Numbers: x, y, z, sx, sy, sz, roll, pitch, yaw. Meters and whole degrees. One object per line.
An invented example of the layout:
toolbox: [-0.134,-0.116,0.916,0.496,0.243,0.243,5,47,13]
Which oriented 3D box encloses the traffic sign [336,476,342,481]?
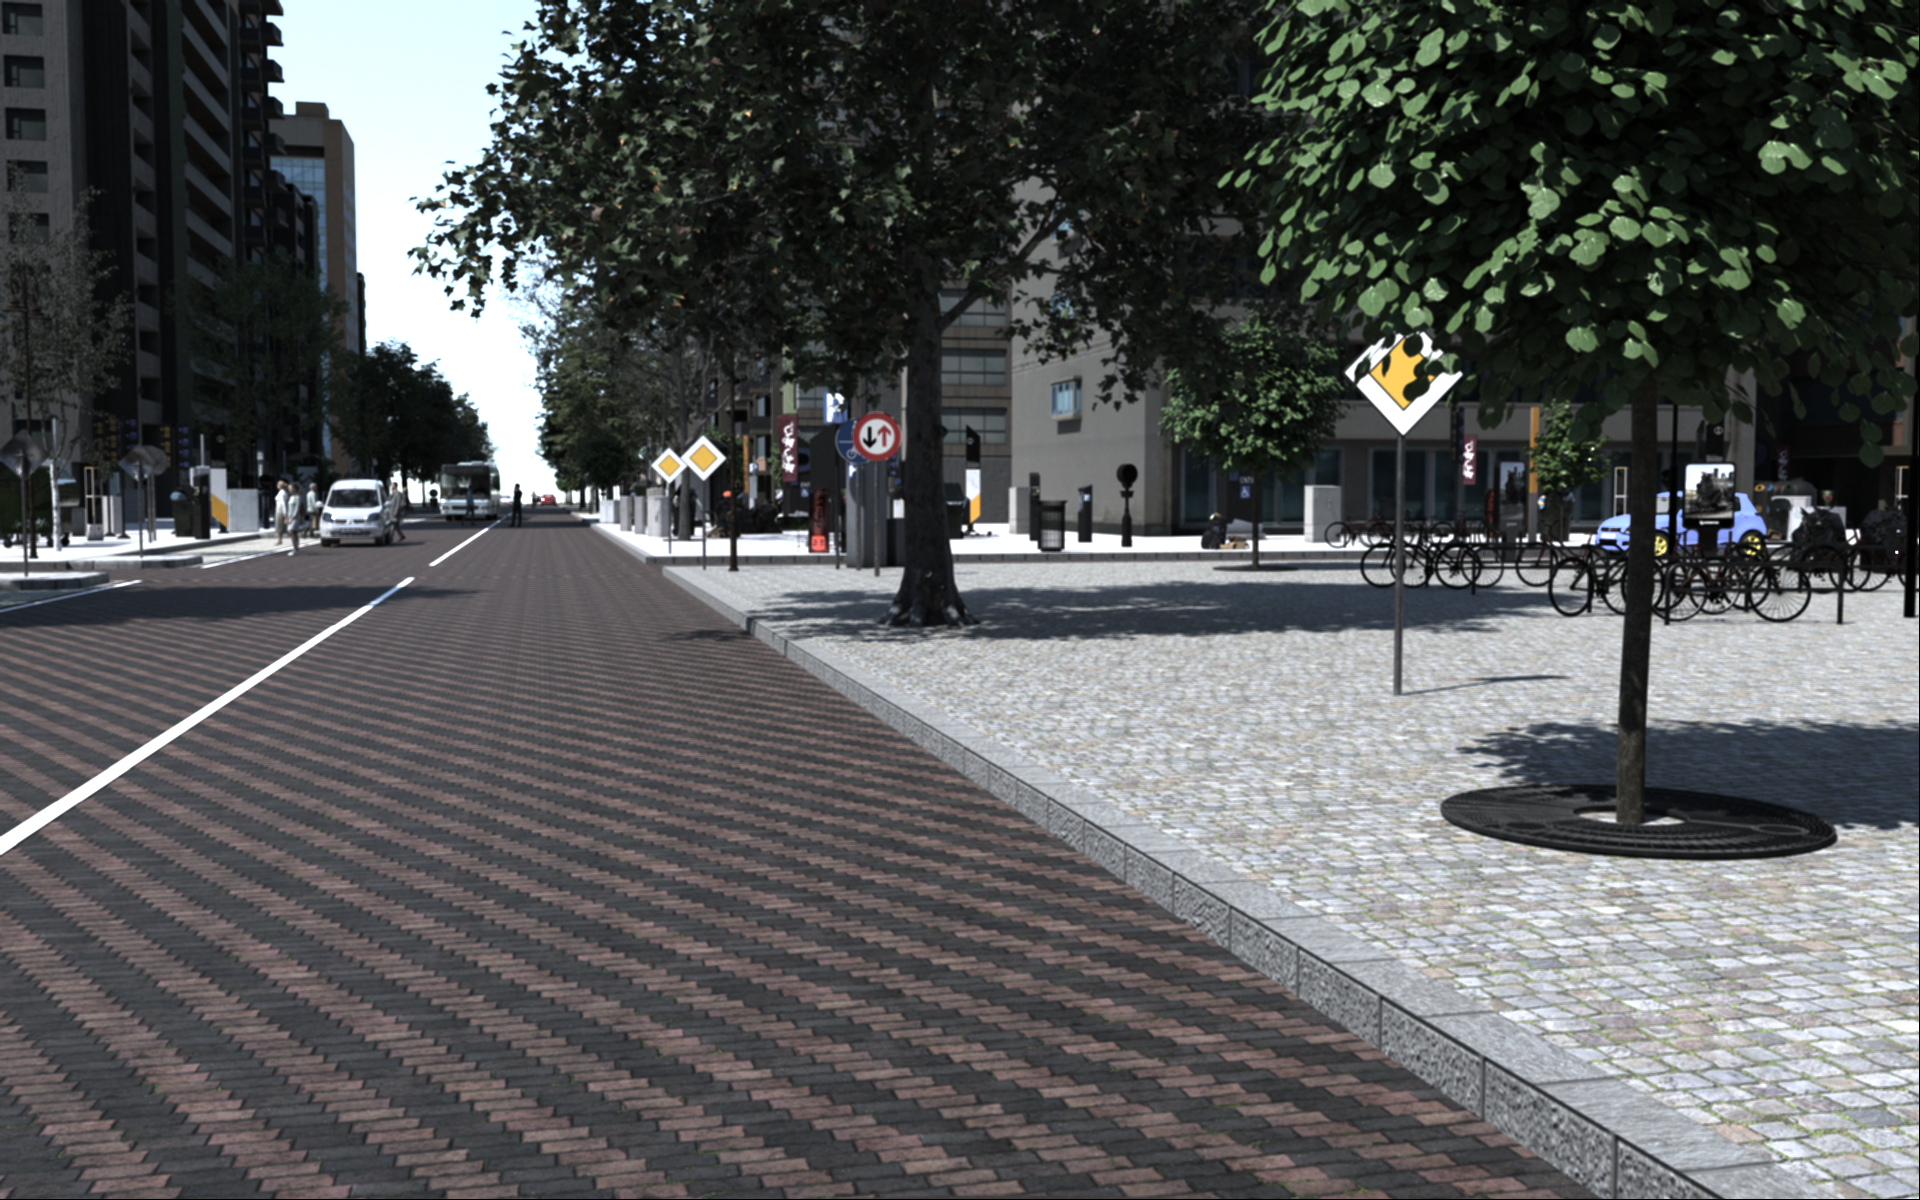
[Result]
traffic sign: [-35.995,-6.097,99.784,0.768,2.556,0.104,0,4,-8]

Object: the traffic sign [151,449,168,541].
traffic sign: [-22.090,-2.895,47.437,0.768,2.556,0.104,0,4,-8]

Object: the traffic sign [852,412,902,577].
traffic sign: [-1.289,-1.639,26.902,0.768,2.556,0.104,0,4,-5]

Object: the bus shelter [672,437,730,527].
bus shelter: [-9.717,-4.322,64.592,2.014,3.302,5.546,-1,4,-14]

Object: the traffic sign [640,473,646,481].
traffic sign: [-18.490,-6.133,100.387,0.768,2.556,0.104,-1,4,-13]

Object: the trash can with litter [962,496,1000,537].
trash can with litter: [0.459,-2.538,52.546,2.233,1.210,1.678,-3,5,-40]

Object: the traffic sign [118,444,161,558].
traffic sign: [-16.364,-1.892,34.570,0.795,2.450,0.064,-1,4,-14]

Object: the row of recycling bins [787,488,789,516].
row of recycling bins: [-6.214,-4.315,77.667,3.534,1.692,1.069,2,4,25]

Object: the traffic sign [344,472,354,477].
traffic sign: [-34.943,-6.068,99.310,0.768,2.556,0.104,0,4,-7]

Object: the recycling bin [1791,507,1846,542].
recycling bin: [17.014,-1.332,34.338,0.722,1.027,0.722,-2,4,-26]

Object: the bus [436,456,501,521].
bus: [-27.217,-6.218,96.523,2.948,3.499,13.247,-1,4,-12]

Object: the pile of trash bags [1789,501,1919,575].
pile of trash bags: [15.326,-1.129,28.207,3.447,1.369,1.912,2,4,33]

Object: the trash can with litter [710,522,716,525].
trash can with litter: [-10.123,-3.723,72.258,0.624,1.170,1.055,0,4,1]

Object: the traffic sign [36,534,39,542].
traffic sign: [-24.724,-2.827,46.323,0.768,2.556,0.104,-1,4,-10]

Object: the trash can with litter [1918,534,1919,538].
trash can with litter: [27.944,-2.411,50.483,1.678,1.210,2.233,-3,5,-44]

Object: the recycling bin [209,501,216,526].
recycling bin: [-30.564,-3.510,69.936,0.722,1.027,0.722,1,4,18]

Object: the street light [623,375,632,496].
street light: [-12.339,-5.586,64.111,0.468,5.910,1.993,-1,4,-14]

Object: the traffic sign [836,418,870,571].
traffic sign: [-1.701,-1.767,28.992,0.768,2.556,0.104,-1,4,-10]

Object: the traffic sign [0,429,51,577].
traffic sign: [-14.484,-1.417,26.809,0.795,2.450,0.064,-1,4,-14]

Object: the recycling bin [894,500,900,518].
recycling bin: [-2.492,-3.840,75.342,0.722,1.027,0.722,0,4,5]

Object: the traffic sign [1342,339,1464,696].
traffic sign: [2.784,-0.598,10.957,0.795,2.450,0.064,0,4,-7]

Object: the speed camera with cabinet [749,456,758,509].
speed camera with cabinet: [-10.908,-5.818,89.464,0.660,3.252,2.038,-1,4,-15]

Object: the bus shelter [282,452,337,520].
bus shelter: [-32.533,-5.671,86.643,2.014,3.302,5.546,-1,4,-14]

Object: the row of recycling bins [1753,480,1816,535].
row of recycling bins: [25.595,-2.854,53.779,1.069,1.692,3.534,0,4,7]

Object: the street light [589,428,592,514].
street light: [-23.462,-8.377,109.752,0.468,5.910,1.993,-1,4,-14]

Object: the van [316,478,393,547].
van: [-16.873,-2.532,48.409,2.013,2.044,4.112,-1,4,-15]

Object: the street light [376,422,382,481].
street light: [-36.390,-8.311,108.679,0.468,5.910,1.993,-1,4,-14]

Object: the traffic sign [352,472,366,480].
traffic sign: [-33.921,-5.973,97.772,0.768,2.556,0.104,0,4,-7]

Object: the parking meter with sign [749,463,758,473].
parking meter with sign: [-11.728,-6.139,96.626,0.543,3.016,1.738,0,4,7]

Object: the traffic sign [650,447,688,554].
traffic sign: [-6.207,-2.040,37.000,0.795,2.450,0.064,-1,4,-14]

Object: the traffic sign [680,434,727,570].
traffic sign: [-4.327,-1.566,29.239,0.795,2.450,0.064,-1,4,-14]

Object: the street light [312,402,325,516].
street light: [-29.518,-6.553,79.922,0.468,5.910,1.993,-1,4,-14]

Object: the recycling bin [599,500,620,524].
recycling bin: [-15.042,-3.790,74.526,0.722,1.027,0.722,1,4,16]

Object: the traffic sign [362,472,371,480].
traffic sign: [-34.703,-6.165,100.909,0.768,2.556,0.104,0,4,-4]

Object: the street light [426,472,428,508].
street light: [-47.651,-11.134,154.822,0.468,5.910,1.993,-1,4,-14]

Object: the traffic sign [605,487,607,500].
traffic sign: [-19.840,-5.935,97.140,0.768,2.556,0.104,0,4,-6]

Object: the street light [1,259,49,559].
street light: [-18.428,-3.761,34.274,0.468,5.910,1.993,-1,4,-14]

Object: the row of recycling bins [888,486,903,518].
row of recycling bins: [-2.980,-5.194,92.039,1.069,1.692,3.534,1,4,19]

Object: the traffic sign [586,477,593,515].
traffic sign: [-22.716,-6.533,106.922,0.768,2.556,0.104,0,4,-5]

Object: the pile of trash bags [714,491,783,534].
pile of trash bags: [-7.147,-2.872,56.709,1.912,1.369,3.447,-2,4,-25]

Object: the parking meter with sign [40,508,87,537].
parking meter with sign: [-27.309,-3.416,52.118,1.738,3.016,0.543,-1,4,-18]

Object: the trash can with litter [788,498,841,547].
trash can with litter: [-2.957,-1.911,42.302,2.233,1.210,1.678,1,4,14]

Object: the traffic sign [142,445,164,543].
traffic sign: [-21.210,-2.764,45.303,0.768,2.556,0.104,-1,4,-12]

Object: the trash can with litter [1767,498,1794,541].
trash can with litter: [22.374,-2.195,47.274,0.624,1.170,1.055,2,4,33]

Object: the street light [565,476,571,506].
street light: [-41.463,-12.929,184.171,0.468,5.910,1.993,-1,4,-14]

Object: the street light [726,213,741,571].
street light: [-3.767,-3.417,28.653,0.468,5.910,1.993,-1,4,-14]

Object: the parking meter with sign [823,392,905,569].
parking meter with sign: [-1.599,-2.072,30.137,0.543,3.016,1.738,3,4,36]
